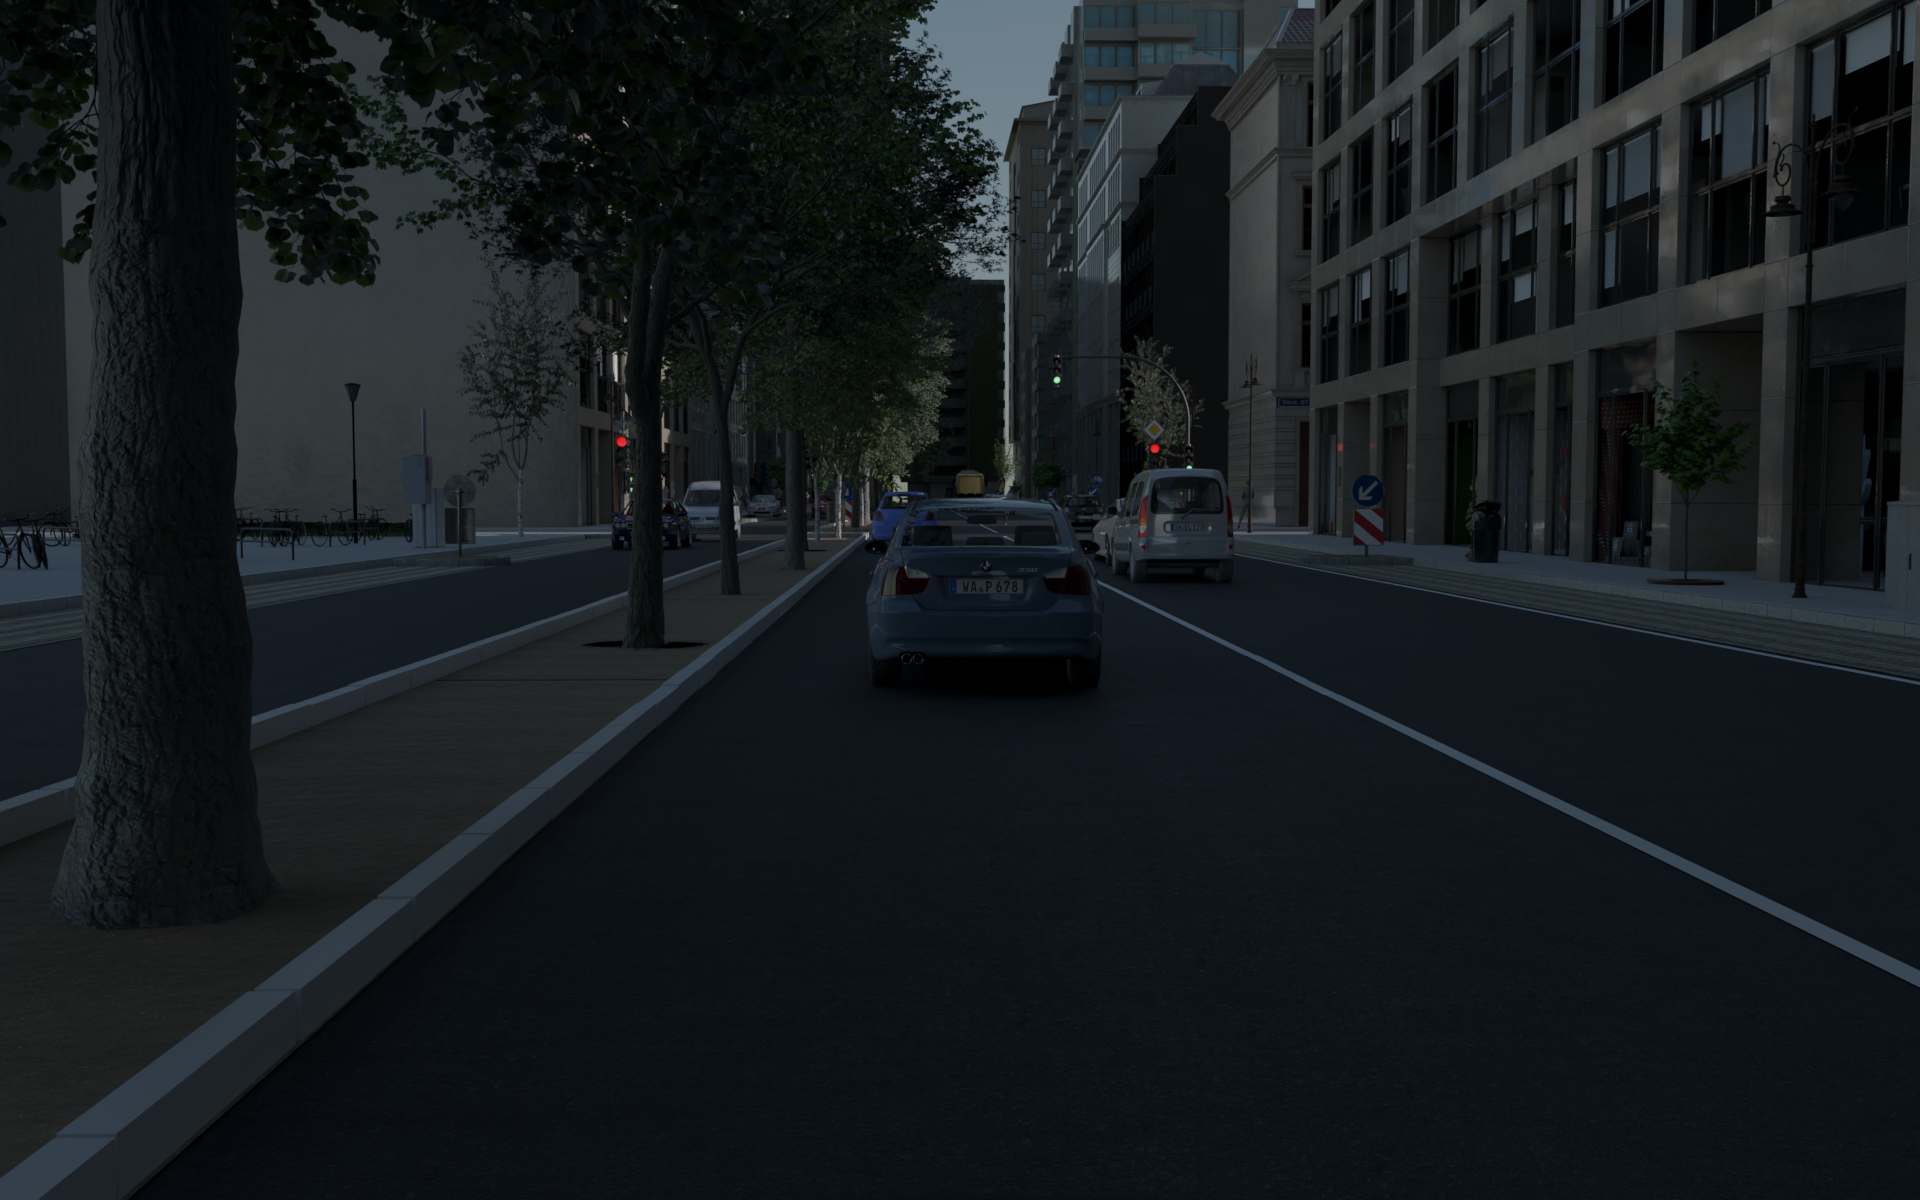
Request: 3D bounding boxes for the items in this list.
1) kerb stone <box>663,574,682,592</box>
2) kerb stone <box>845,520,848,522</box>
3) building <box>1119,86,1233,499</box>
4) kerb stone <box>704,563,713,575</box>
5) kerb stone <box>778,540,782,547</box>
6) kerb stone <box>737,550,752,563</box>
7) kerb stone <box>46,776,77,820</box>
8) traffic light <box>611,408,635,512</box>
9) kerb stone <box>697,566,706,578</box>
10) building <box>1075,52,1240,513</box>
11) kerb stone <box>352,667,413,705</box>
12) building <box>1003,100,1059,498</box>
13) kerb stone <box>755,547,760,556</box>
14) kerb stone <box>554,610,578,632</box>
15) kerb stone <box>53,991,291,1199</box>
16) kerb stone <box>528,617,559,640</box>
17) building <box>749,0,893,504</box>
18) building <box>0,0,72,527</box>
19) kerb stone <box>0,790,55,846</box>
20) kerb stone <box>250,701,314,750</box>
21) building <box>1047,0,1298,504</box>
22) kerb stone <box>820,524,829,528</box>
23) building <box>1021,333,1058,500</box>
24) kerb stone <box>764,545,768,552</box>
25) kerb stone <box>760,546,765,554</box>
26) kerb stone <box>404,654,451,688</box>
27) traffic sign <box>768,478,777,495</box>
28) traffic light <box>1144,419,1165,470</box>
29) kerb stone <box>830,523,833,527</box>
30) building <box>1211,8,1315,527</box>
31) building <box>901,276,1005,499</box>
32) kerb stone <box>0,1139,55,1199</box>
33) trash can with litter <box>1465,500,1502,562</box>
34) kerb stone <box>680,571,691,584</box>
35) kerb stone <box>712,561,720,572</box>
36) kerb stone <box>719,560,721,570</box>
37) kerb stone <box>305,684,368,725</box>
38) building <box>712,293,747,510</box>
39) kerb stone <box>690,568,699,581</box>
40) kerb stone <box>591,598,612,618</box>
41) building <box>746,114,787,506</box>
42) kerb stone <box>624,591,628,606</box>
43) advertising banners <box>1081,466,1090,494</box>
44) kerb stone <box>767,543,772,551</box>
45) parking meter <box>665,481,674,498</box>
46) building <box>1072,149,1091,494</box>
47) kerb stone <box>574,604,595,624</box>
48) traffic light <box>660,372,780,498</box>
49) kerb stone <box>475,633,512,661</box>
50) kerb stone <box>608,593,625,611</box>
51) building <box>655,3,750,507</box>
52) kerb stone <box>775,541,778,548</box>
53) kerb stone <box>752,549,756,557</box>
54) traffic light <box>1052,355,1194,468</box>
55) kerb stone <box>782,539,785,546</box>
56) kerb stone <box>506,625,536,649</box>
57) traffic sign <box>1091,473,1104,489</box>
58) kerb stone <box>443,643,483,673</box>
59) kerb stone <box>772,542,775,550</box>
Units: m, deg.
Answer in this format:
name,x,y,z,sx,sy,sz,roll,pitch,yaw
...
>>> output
name,x,y,z,sx,sy,sz,roll,pitch,yaw
kerb stone,-4.421,-0.260,26.459,0.120,0.150,1.000,0,4,-1
kerb stone,-6.100,-4.428,94.642,0.120,0.150,1.000,0,4,-1
building,16.551,-16.687,102.514,12.332,23.373,15.834,0,4,-1
kerb stone,-4.518,-0.512,30.562,0.120,0.150,1.000,0,4,-1
kerb stone,-4.895,-1.452,45.934,0.120,0.150,1.000,0,4,-1
kerb stone,-4.694,-0.949,37.740,0.120,0.150,1.000,0,4,-1
kerb stone,-3.960,0.865,8.046,0.120,0.150,1.000,0,4,-1
traffic light,-10.992,-4.143,56.664,0.839,4.253,0.868,0,4,-1
kerb stone,-4.490,-0.449,29.537,0.120,0.150,1.000,0,4,-1
building,15.243,-21.263,125.139,11.434,29.767,29.804,0,4,-1
kerb stone,-4.064,0.615,12.143,0.120,0.150,1.000,0,4,-1
building,20.392,-39.810,240.127,27.495,52.752,28.713,0,4,-1
kerb stone,-4.750,-1.071,39.791,0.120,0.150,1.000,0,4,-1
kerb stone,-4.213,0.245,18.273,0.120,0.150,1.000,0,4,-1
kerb stone,-1.766,1.116,3.978,0.120,0.150,1.000,0,4,-1
kerb stone,-4.188,0.302,17.251,0.120,0.150,1.000,0,4,-1
building,-19.563,-48.711,234.682,20.611,71.187,20.563,0,4,-1
building,-47.609,-15.480,71.116,19.932,24.808,12.078,0,4,-1
kerb stone,-3.934,0.928,7.018,0.120,0.150,1.000,0,4,-1
kerb stone,-4.016,0.741,10.089,0.120,0.150,1.000,0,4,-1
building,20.269,-33.667,170.063,23.786,49.044,30.456,0,4,-1
kerb stone,-5.503,-2.926,70.060,0.120,0.150,1.000,0,4,-1
building,21.714,-21.745,200.570,27.650,21.520,28.899,0,4,-1
kerb stone,-4.805,-1.201,41.834,0.120,0.150,1.000,0,4,-1
kerb stone,-4.771,-1.139,40.813,0.120,0.150,1.000,0,4,-1
kerb stone,-4.083,0.552,13.165,0.120,0.150,1.000,0,4,-1
traffic sign,-14.961,-8.446,138.195,0.768,2.556,0.104,0,4,0
traffic light,7.265,-4.660,65.118,0.839,4.253,0.868,0,4,-1
kerb stone,-5.573,-3.113,73.145,0.120,0.150,1.000,0,4,-1
building,21.883,-14.418,71.889,21.152,22.565,11.583,0,4,-1
building,-1.126,-28.226,233.193,14.107,30.474,14.160,0,4,-1
kerb stone,-1.732,1.177,2.957,0.120,0.150,1.000,0,4,-1
trash can with litter,9.793,-1.301,32.651,0.624,1.170,1.055,0,4,-4
kerb stone,-4.440,-0.323,27.480,0.120,0.150,1.000,0,4,-1
kerb stone,-4.546,-0.575,31.594,0.120,0.150,1.000,0,4,-1
kerb stone,-4.568,-0.637,32.615,0.120,0.150,1.000,0,4,-1
kerb stone,-4.041,0.685,11.122,0.120,0.150,1.000,0,4,-1
building,-21.964,-16.775,129.022,10.420,20.320,16.860,0,4,-1
kerb stone,-4.465,-0.386,28.507,0.120,0.150,1.000,0,4,-1
kerb stone,-4.263,0.116,20.316,0.120,0.150,1.000,0,4,-1
building,-24.733,-30.181,177.047,14.154,41.232,14.086,0,4,-1
kerb stone,-4.312,-0.010,22.359,0.120,0.150,1.000,0,4,-1
advertising banners,7.885,-6.887,108.794,0.090,3.025,2.074,-1,4,-9
kerb stone,-4.823,-1.264,42.856,0.120,0.150,1.000,0,4,-1
parking meter,-13.284,-4.491,79.131,0.399,1.863,0.255,3,4,36
building,16.477,-23.019,148.064,14.160,30.474,14.107,0,4,-1
kerb stone,-4.244,0.184,19.294,0.120,0.150,1.000,0,4,-1
traffic light,-9.101,-5.509,64.733,4.771,5.953,1.251,0,4,-1
kerb stone,-4.137,0.427,15.208,0.120,0.150,1.000,0,4,-1
kerb stone,-4.298,0.052,21.337,0.120,0.150,1.000,0,4,-1
building,-29.618,-51.398,153.036,22.319,86.520,31.000,0,4,-1
kerb stone,-4.876,-1.388,44.899,0.120,0.150,1.000,0,4,-1
kerb stone,-4.726,-1.014,38.769,0.120,0.150,1.000,0,4,-1
traffic light,5.374,-5.032,56.943,4.771,5.953,1.251,0,4,-1
kerb stone,-4.923,-1.515,46.964,0.120,0.150,1.000,0,4,-1
kerb stone,-4.167,0.370,16.229,0.120,0.150,1.000,0,4,-1
traffic sign,8.137,-6.279,102.763,0.768,2.556,0.104,0,4,-1
kerb stone,-4.118,0.493,14.186,0.120,0.150,1.000,0,4,-1
kerb stone,-4.847,-1.326,43.878,0.120,0.150,1.000,0,4,-1
